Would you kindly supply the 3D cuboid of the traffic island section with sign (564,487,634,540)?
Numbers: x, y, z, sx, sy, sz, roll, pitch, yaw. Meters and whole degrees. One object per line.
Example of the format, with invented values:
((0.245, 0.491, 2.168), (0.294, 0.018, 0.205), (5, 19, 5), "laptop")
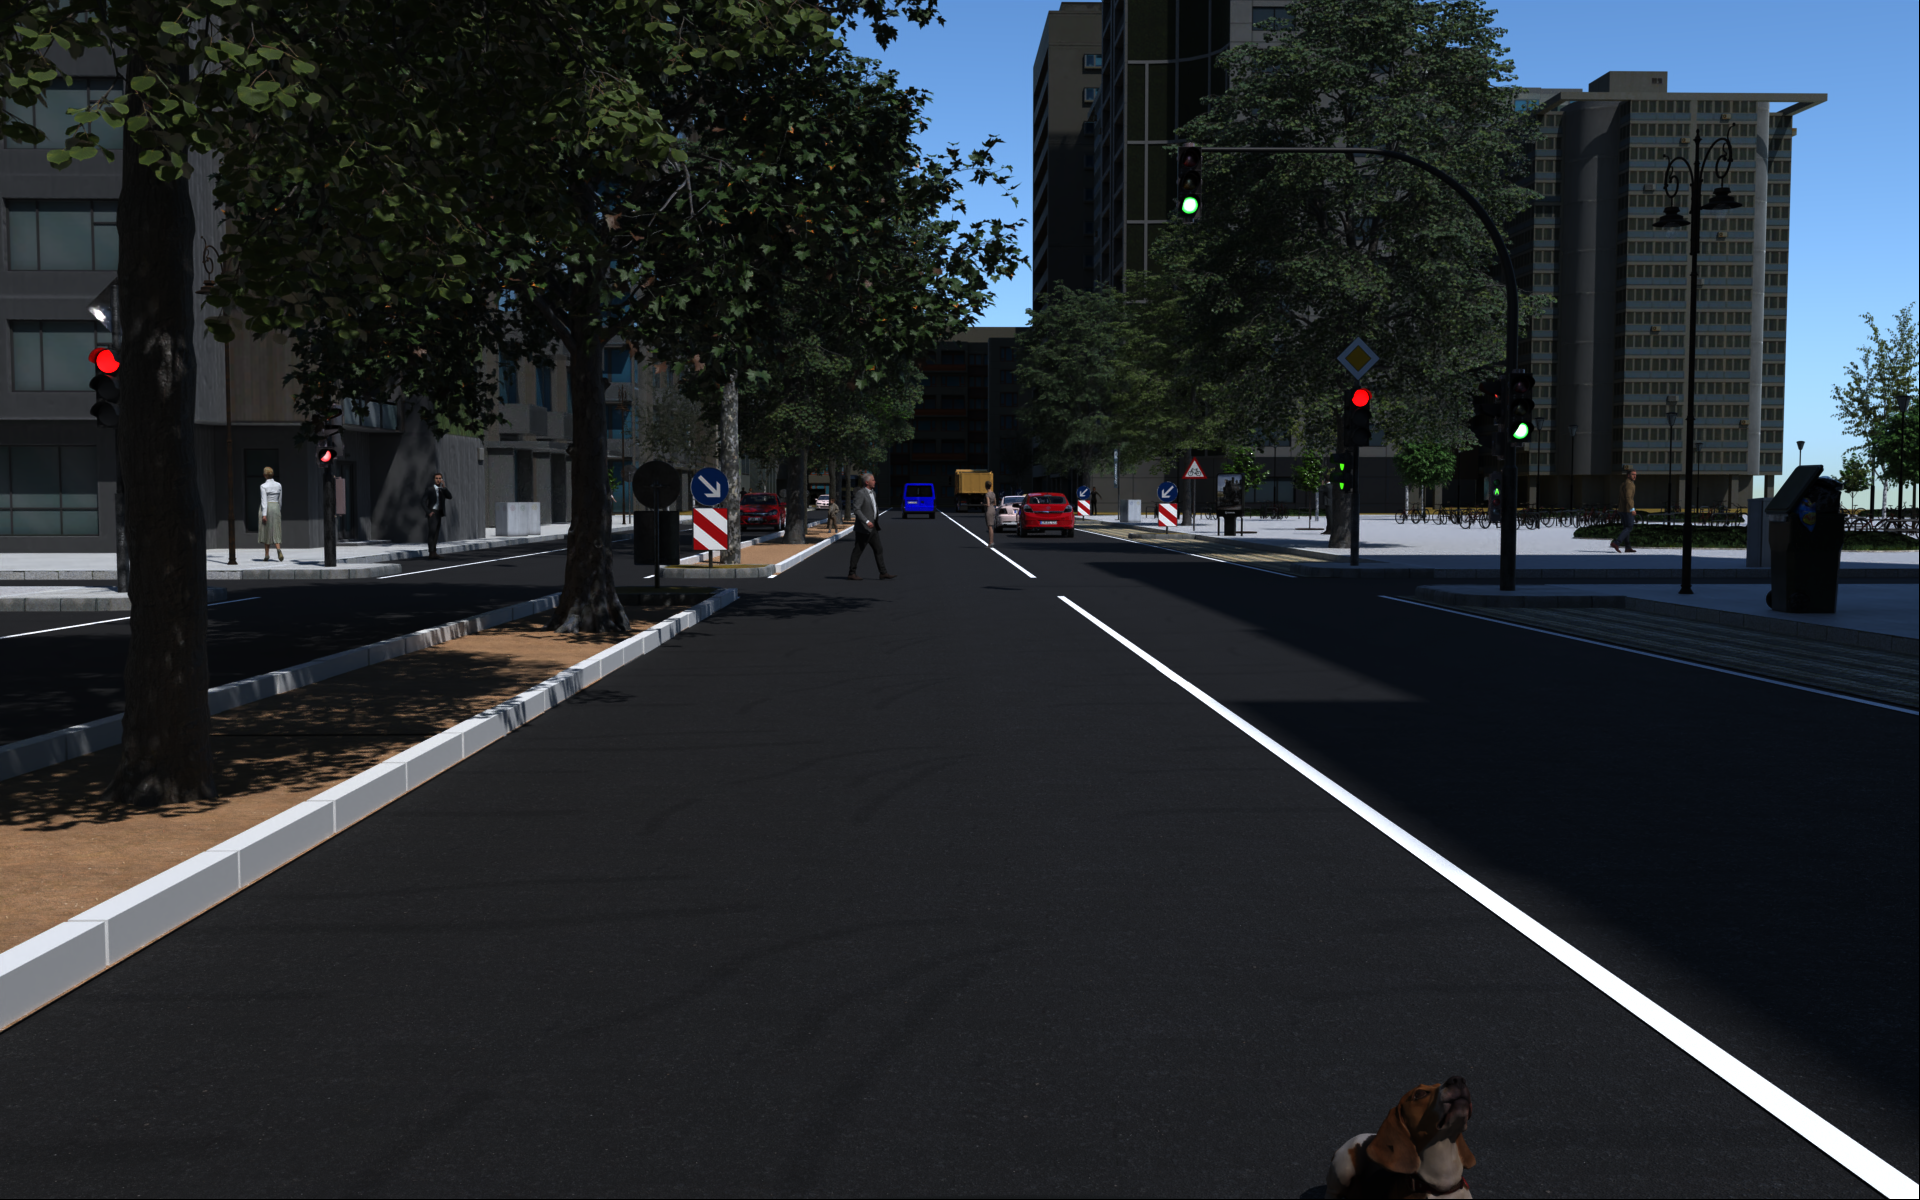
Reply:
((-11.446, -2.849, 55.201), (1.989, 1.847, 2.006), (0, 4, -1), "traffic island section with sign")

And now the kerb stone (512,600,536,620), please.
((-5.103, 0.134, 20.003), (0.120, 0.150, 1.000), (0, 4, -1), "kerb stone")

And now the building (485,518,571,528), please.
((-27.618, -27.671, 72.034), (23.786, 49.044, 30.456), (0, 4, -1), "building")

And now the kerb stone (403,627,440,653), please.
((-4.998, 0.385, 15.903), (0.120, 0.150, 1.000), (0, 4, -1), "kerb stone")

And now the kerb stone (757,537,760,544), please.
((-5.855, -1.647, 49.219), (0.120, 0.150, 1.000), (0, 4, -1), "kerb stone")

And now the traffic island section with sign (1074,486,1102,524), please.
((5.768, -4.569, 83.330), (1.989, 1.847, 2.006), (0, 4, -1), "traffic island section with sign")

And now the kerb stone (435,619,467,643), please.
((-5.033, 0.322, 16.928), (0.120, 0.150, 1.000), (0, 4, -1), "kerb stone")

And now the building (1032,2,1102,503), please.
((18.428, -33.346, 168.900), (21.300, 48.544, 21.600), (0, 4, -1), "building")

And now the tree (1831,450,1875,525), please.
((37.713, -4.819, 73.395), (1.663, 3.219, 1.824), (0, 3, 0), "tree")

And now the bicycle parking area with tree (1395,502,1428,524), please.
((23.756, -5.315, 73.902), (9.016, 4.147, 8.231), (-2, 4, -31), "bicycle parking area with tree")

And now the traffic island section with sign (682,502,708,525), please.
((-12.134, -4.516, 82.469), (1.989, 1.847, 2.006), (0, 4, -1), "traffic island section with sign")

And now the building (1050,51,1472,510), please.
((24.176, -27.808, 146.540), (32.217, 40.220, 23.993), (0, 4, -1), "building")

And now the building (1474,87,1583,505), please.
((56.289, -35.724, 203.689), (30.456, 49.044, 23.786), (0, 4, -1), "building")

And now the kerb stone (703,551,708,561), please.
((-5.536, -0.901, 36.919), (0.120, 0.150, 1.000), (0, 4, -1), "kerb stone")

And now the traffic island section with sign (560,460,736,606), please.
((-4.128, -0.910, 23.022), (2.006, 1.907, 1.989), (0, 4, -1), "traffic island section with sign")

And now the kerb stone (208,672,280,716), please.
((-4.900, 0.638, 11.806), (0.120, 0.150, 1.000), (0, 4, -1), "kerb stone")

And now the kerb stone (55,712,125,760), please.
((-4.845, 0.762, 9.757), (0.120, 0.150, 1.000), (0, 4, -1), "kerb stone")

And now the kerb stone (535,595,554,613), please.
((-5.125, 0.075, 21.025), (0.120, 0.150, 1.000), (0, 4, -1), "kerb stone")

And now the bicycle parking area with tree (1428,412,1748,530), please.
((23.434, -4.641, 62.881), (9.016, 4.147, 8.231), (-2, 4, -26), "bicycle parking area with tree")

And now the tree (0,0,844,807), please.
((-3.837, -5.357, 8.165), (7.486, 12.596, 7.792), (0, 3, 0), "tree")

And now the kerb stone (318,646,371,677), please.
((-4.956, 0.510, 13.859), (0.120, 0.150, 1.000), (0, 4, -1), "kerb stone")

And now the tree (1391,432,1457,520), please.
((22.835, -6.198, 85.057), (4.285, 4.588, 4.351), (0, 3, 0), "tree")

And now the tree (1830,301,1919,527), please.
((35.938, -7.144, 67.166), (4.737, 8.622, 4.395), (0, 3, 0), "tree")

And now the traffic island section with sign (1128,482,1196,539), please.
((6.467, -2.884, 55.785), (1.989, 1.847, 2.006), (0, 4, -1), "traffic island section with sign")

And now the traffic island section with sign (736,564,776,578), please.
((-4.308, -1.363, 30.427), (2.006, 1.907, 1.989), (0, 4, -1), "traffic island section with sign")

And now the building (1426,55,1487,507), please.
((43.124, -32.035, 173.876), (14.200, 45.320, 14.600), (0, 4, -1), "building")

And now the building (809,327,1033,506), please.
((-2.639, -22.022, 205.094), (28.899, 21.520, 27.650), (0, 4, -1), "building")

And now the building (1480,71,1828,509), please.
((62.535, -28.951, 165.226), (23.993, 40.220, 32.217), (0, 4, -1), "building")

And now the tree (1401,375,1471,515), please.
((26.119, -8.961, 96.882), (4.360, 8.622, 3.978), (0, 3, 0), "tree")

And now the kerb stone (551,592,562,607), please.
((-5.160, 0.008, 22.061), (0.120, 0.150, 1.000), (0, 4, -1), "kerb stone")

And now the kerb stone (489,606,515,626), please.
((-5.083, 0.197, 18.976), (0.120, 0.150, 1.000), (0, 4, -1), "kerb stone")

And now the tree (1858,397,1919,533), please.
((31.750, -4.526, 57.707), (4.285, 4.588, 4.351), (0, 3, 0), "tree")

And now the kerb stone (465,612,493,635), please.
((-5.050, 0.261, 17.955), (0.120, 0.150, 1.000), (0, 4, -1), "kerb stone")

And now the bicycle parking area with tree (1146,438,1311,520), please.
((13.823, -6.292, 89.875), (8.231, 4.147, 9.016), (0, 4, 5), "bicycle parking area with tree")

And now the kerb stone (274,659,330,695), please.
((-4.920, 0.577, 12.832), (0.120, 0.150, 1.000), (0, 4, -1), "kerb stone")

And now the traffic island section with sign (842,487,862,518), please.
((-6.239, -5.957, 105.541), (2.006, 1.907, 1.989), (0, 4, -1), "traffic island section with sign")

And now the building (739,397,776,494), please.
((-34.370, -52.226, 166.562), (31.000, 86.520, 22.319), (0, 4, -1), "building")

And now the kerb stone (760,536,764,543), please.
((-5.877, -1.714, 50.244), (0.120, 0.150, 1.000), (0, 4, -1), "kerb stone")

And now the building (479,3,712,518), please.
((-30.205, -30.586, 119.696), (23.786, 49.044, 30.456), (0, 4, -1), "building")

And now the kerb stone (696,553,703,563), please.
((-5.509, -0.832, 35.897), (0.120, 0.150, 1.000), (0, 4, -1), "kerb stone")

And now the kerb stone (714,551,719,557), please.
((-5.588, -1.026, 38.965), (0.120, 0.150, 1.000), (0, 4, -1), "kerb stone")

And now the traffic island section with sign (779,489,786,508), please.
((-13.416, -7.566, 132.332), (1.989, 1.847, 2.006), (0, 4, -1), "traffic island section with sign")

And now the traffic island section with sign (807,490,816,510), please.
((-14.105, -9.214, 159.278), (1.989, 1.847, 2.006), (0, 4, -1), "traffic island section with sign")

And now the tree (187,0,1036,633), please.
((-3.891, -6.024, 17.955), (9.611, 12.733, 9.660), (0, 3, 0), "tree")

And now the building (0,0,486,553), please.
((-20.672, -21.935, 42.226), (14.154, 41.232, 14.086), (0, 4, -1), "building")

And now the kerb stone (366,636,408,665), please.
((-4.975, 0.447, 14.881), (0.120, 0.150, 1.000), (0, 4, -1), "kerb stone")

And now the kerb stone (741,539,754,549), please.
((-5.800, -1.522, 47.174), (0.120, 0.150, 1.000), (0, 4, -1), "kerb stone")

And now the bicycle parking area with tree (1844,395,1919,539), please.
((27.373, -3.721, 47.838), (9.016, 4.147, 8.231), (1, 4, 18), "bicycle parking area with tree")

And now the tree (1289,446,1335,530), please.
((12.664, -4.123, 62.009), (1.663, 3.219, 1.824), (0, 3, 0), "tree")

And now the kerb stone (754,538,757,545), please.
((-5.822, -1.583, 48.196), (0.120, 0.150, 1.000), (0, 4, -1), "kerb stone")

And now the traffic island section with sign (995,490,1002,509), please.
((3.777, -9.325, 161.098), (1.989, 1.847, 2.006), (0, 4, -1), "traffic island section with sign")

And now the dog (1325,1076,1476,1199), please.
((0.928, 1.034, 3.282), (0.550, 0.427, 0.748), (3, 4, 39), "dog")

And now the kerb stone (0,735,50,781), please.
((-4.819, 0.823, 8.736), (0.120, 0.150, 1.000), (0, 4, -1), "kerb stone")

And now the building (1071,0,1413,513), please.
((19.141, -41.882, 123.015), (20.563, 71.187, 20.611), (0, 4, -1), "building")

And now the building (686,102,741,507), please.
((-25.923, -28.069, 142.517), (14.154, 41.232, 14.086), (0, 4, -1), "building")

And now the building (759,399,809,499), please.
((-29.124, -31.427, 205.714), (23.993, 40.220, 32.217), (0, 4, -1), "building")

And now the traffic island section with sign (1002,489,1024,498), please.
((4.466, -7.677, 134.152), (1.989, 1.847, 2.006), (0, 4, -1), "traffic island section with sign")

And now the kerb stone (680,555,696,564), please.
((-5.480, -0.775, 34.861), (0.120, 0.150, 1.000), (0, 4, -1), "kerb stone")

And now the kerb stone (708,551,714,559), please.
((-5.563, -0.963, 37.943), (0.120, 0.150, 1.000), (0, 4, -1), "kerb stone")
